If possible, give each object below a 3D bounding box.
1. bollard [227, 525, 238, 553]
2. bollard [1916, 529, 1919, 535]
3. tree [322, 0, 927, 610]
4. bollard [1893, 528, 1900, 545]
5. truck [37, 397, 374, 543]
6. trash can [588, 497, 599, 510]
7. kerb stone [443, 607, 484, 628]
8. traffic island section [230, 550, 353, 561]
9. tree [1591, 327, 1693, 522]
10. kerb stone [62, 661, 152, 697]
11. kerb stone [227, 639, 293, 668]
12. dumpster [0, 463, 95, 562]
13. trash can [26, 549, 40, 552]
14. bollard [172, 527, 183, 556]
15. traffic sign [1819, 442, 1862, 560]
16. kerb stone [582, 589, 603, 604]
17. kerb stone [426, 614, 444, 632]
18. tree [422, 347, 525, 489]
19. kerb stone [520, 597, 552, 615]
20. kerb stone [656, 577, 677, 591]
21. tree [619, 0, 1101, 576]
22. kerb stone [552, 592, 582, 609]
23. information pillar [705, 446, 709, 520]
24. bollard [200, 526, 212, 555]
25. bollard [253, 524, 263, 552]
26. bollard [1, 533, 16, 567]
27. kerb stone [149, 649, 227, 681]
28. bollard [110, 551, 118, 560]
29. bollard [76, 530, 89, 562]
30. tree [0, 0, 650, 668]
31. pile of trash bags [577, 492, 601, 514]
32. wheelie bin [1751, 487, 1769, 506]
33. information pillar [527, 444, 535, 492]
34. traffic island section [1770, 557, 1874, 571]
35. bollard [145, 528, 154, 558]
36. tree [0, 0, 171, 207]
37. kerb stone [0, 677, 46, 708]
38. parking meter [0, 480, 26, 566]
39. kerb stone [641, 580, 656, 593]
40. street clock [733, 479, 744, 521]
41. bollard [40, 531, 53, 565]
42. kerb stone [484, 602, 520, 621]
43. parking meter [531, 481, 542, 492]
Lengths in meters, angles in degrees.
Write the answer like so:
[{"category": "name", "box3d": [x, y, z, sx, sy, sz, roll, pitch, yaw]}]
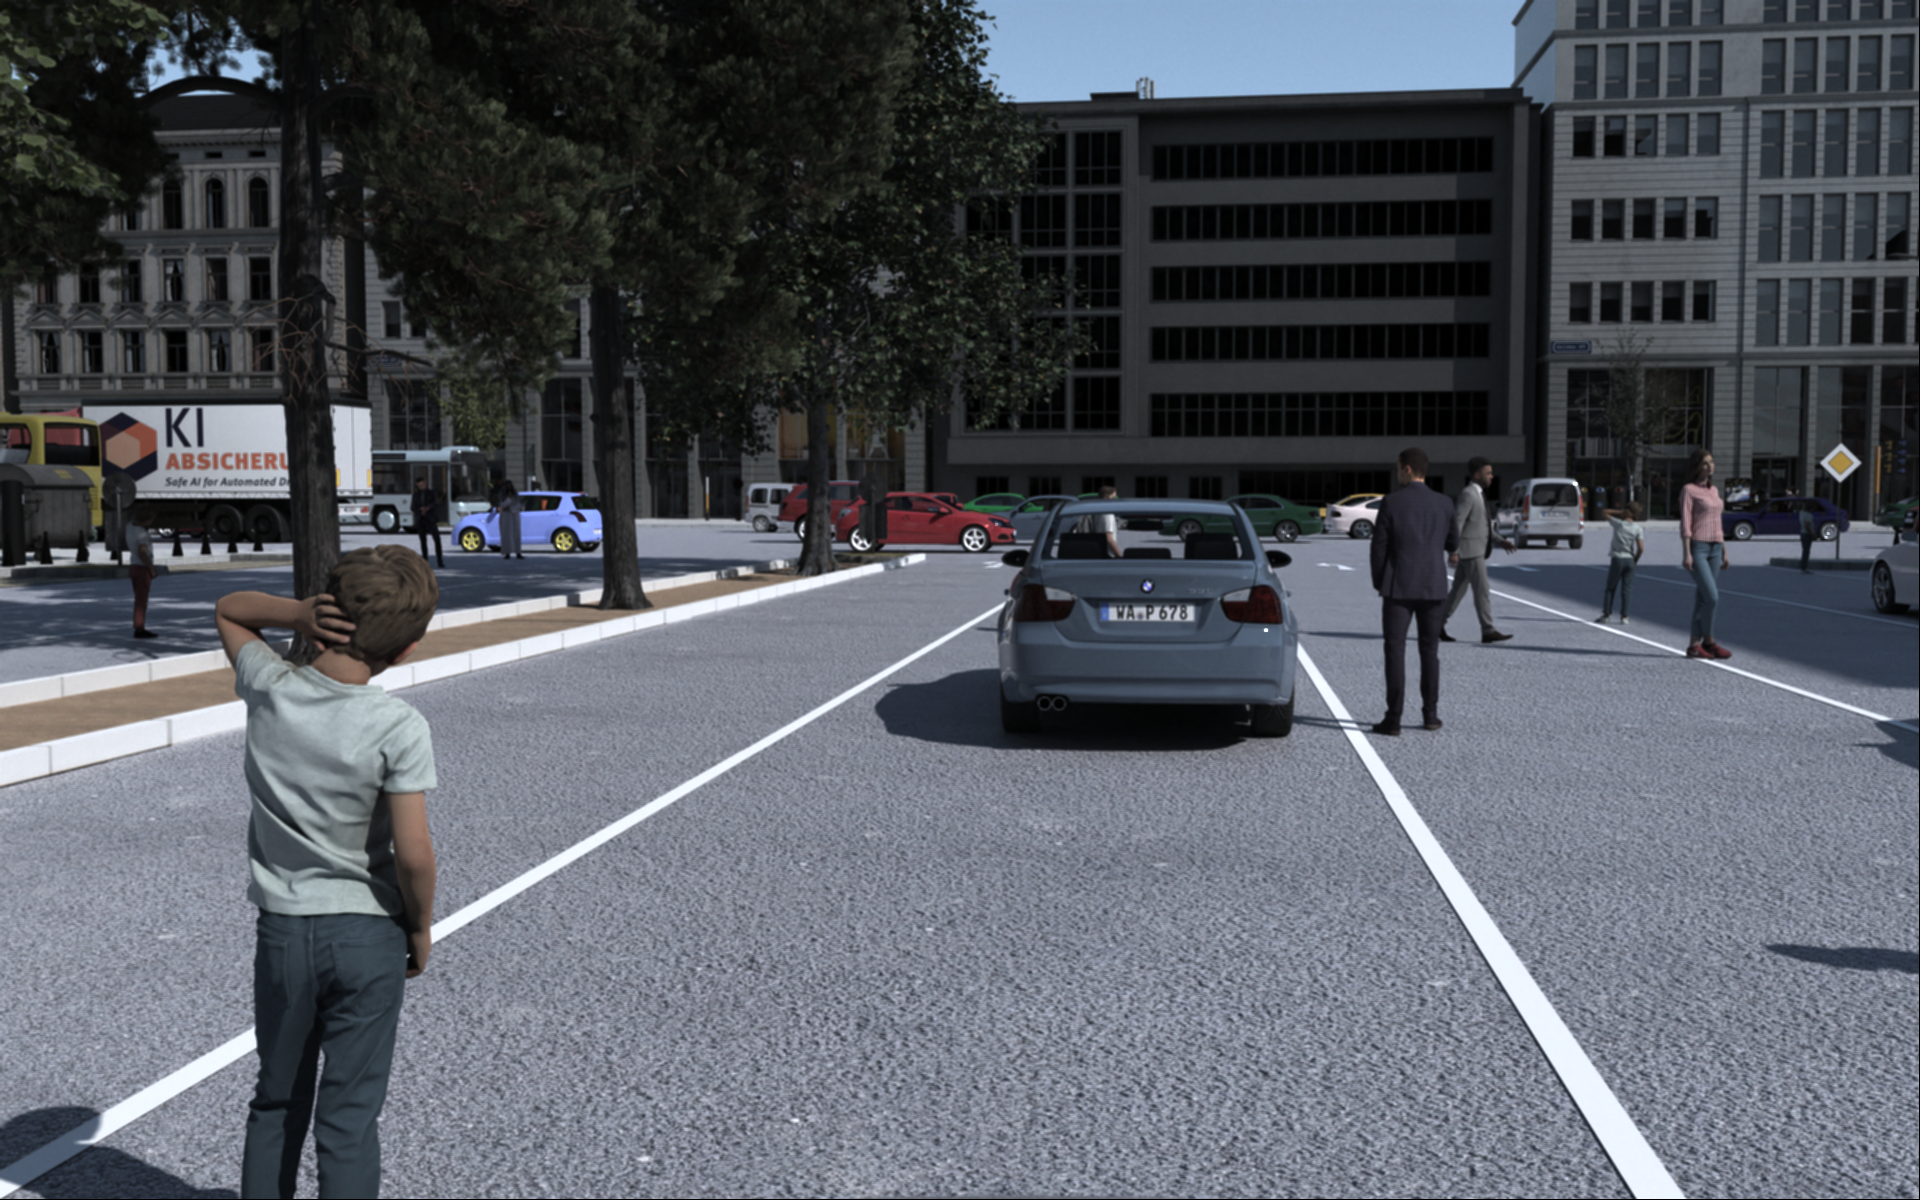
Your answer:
[{"category": "bollard", "box3d": [-15.856, -1.327, 37.735, 0.229, 0.601, 0.229, 0, 3, 0]}, {"category": "bollard", "box3d": [18.594, -1.075, 33.614, 0.229, 0.601, 0.229, 0, 3, 0]}, {"category": "tree", "box3d": [-4.370, -6.819, 21.374, 7.806, 13.903, 7.818, 0, 3, 0]}, {"category": "bollard", "box3d": [18.734, -1.138, 34.642, 0.229, 0.601, 0.229, 0, 3, 0]}, {"category": "truck", "box3d": [-23.392, -3.847, 51.816, 11.283, 4.237, 2.839, 1, 4, 8]}, {"category": "trash can", "box3d": [-16.267, -3.952, 76.266, 0.748, 1.137, 0.748, 0, 3, 0]}, {"category": "kerb stone", "box3d": [-5.458, 0.207, 18.808, 0.120, 0.150, 1.000, 0, 4, 8]}, {"category": "traffic island section", "box3d": [-14.345, -0.968, 38.103, 2.009, 0.180, 2.903, 0, 4, 8]}, {"category": "tree", "box3d": [29.410, -7.650, 75.434, 4.360, 8.622, 3.978, 0, 3, 0]}, {"category": "kerb stone", "box3d": [-6.286, 0.584, 12.663, 0.120, 0.150, 1.000, 0, 4, 8]}, {"category": "kerb stone", "box3d": [-6.000, 0.461, 14.703, 0.120, 0.150, 1.000, 0, 4, 8]}, {"category": "dumpster", "box3d": [-17.874, -1.699, 33.545, 1.264, 1.857, 1.865, 0, 4, 8]}, {"category": "trash can", "box3d": [-20.536, -1.632, 38.340, 0.748, 1.137, 0.748, 0, 3, 0]}, {"category": "bollard", "box3d": [-16.132, -1.202, 35.694, 0.229, 0.601, 0.229, 0, 3, 0]}, {"category": "traffic sign", "box3d": [17.134, -1.843, 33.770, 0.795, 2.450, 0.064, 0, 4, 8]}, {"category": "kerb stone", "box3d": [-4.903, -0.043, 22.895, 0.120, 0.150, 1.000, 0, 4, 8]}, {"category": "kerb stone", "box3d": [-5.595, 0.270, 17.789, 0.120, 0.150, 1.000, 0, 4, 8]}, {"category": "tree", "box3d": [-21.629, -7.746, 77.006, 4.737, 8.622, 4.395, 0, 3, 0]}, {"category": "kerb stone", "box3d": [-5.180, 0.084, 20.849, 0.120, 0.150, 1.000, 0, 4, 8]}, {"category": "kerb stone", "box3d": [-4.483, -0.227, 25.951, 0.120, 0.150, 1.000, 0, 4, 8]}, {"category": "tree", "box3d": [-2.481, -6.770, 30.150, 9.611, 12.733, 9.660, 0, 3, 0]}, {"category": "kerb stone", "box3d": [-5.035, 0.024, 21.867, 0.120, 0.150, 1.000, 0, 4, 8]}, {"category": "information pillar", "box3d": [-12.334, -5.694, 84.455, 0.183, 3.616, 0.504, -1, 4, -13]}, {"category": "bollard", "box3d": [-15.992, -1.264, 36.715, 0.229, 0.601, 0.229, 0, 3, 0]}, {"category": "bollard", "box3d": [-15.716, -1.390, 38.768, 0.229, 0.601, 0.229, 0, 3, 0]}, {"category": "bollard", "box3d": [-16.823, -0.890, 30.594, 0.229, 0.601, 0.229, 0, 3, 0]}, {"category": "kerb stone", "box3d": [-6.144, 0.521, 13.684, 0.120, 0.150, 1.000, 0, 4, 8]}, {"category": "bollard", "box3d": [-16.406, -1.077, 33.655, 0.229, 0.601, 0.229, 0, 3, 0]}, {"category": "bollard", "box3d": [-16.550, -1.015, 32.633, 0.229, 0.601, 0.229, 0, 3, 0]}, {"category": "tree", "box3d": [-5.424, -5.482, 14.139, 6.751, 12.117, 7.091, 0, 3, 0]}, {"category": "pile of trash bags", "box3d": [-19.247, -4.567, 84.418, 1.912, 1.369, 3.447, 2, 4, 29]}, {"category": "wheelie bin", "box3d": [35.779, -4.253, 77.451, 0.693, 1.594, 0.980, 2, 4, 29]}, {"category": "information pillar", "box3d": [-19.974, -5.468, 80.750, 0.504, 3.616, 0.183, 3, 5, 43]}, {"category": "traffic island section", "box3d": [17.158, -0.707, 33.844, 2.009, 0.180, 2.903, 0, 4, 8]}, {"category": "bollard", "box3d": [-16.268, -1.140, 34.673, 0.229, 0.601, 0.229, 0, 3, 0]}, {"category": "tree", "box3d": [-6.188, -5.273, 6.801, 7.486, 12.596, 7.792, 0, 3, 0]}, {"category": "kerb stone", "box3d": [-6.424, 0.645, 11.645, 0.120, 0.150, 1.000, 0, 4, 8]}, {"category": "parking meter", "box3d": [-17.040, -1.392, 31.165, 0.372, 1.533, 0.369, 0, 3, 0]}, {"category": "kerb stone", "box3d": [-4.623, -0.167, 24.933, 0.120, 0.150, 1.000, 0, 4, 8]}, {"category": "street clock", "box3d": [-10.573, -4.774, 82.628, 0.471, 2.002, 0.358, 1, 4, 11]}, {"category": "bollard", "box3d": [-16.685, -0.953, 31.615, 0.229, 0.601, 0.229, 0, 3, 0]}, {"category": "kerb stone", "box3d": [-5.319, 0.145, 19.831, 0.120, 0.150, 1.000, 0, 4, 8]}, {"category": "parking meter", "box3d": [-18.609, -4.307, 76.124, 0.399, 1.863, 0.255, -3, 4, -37]}]
